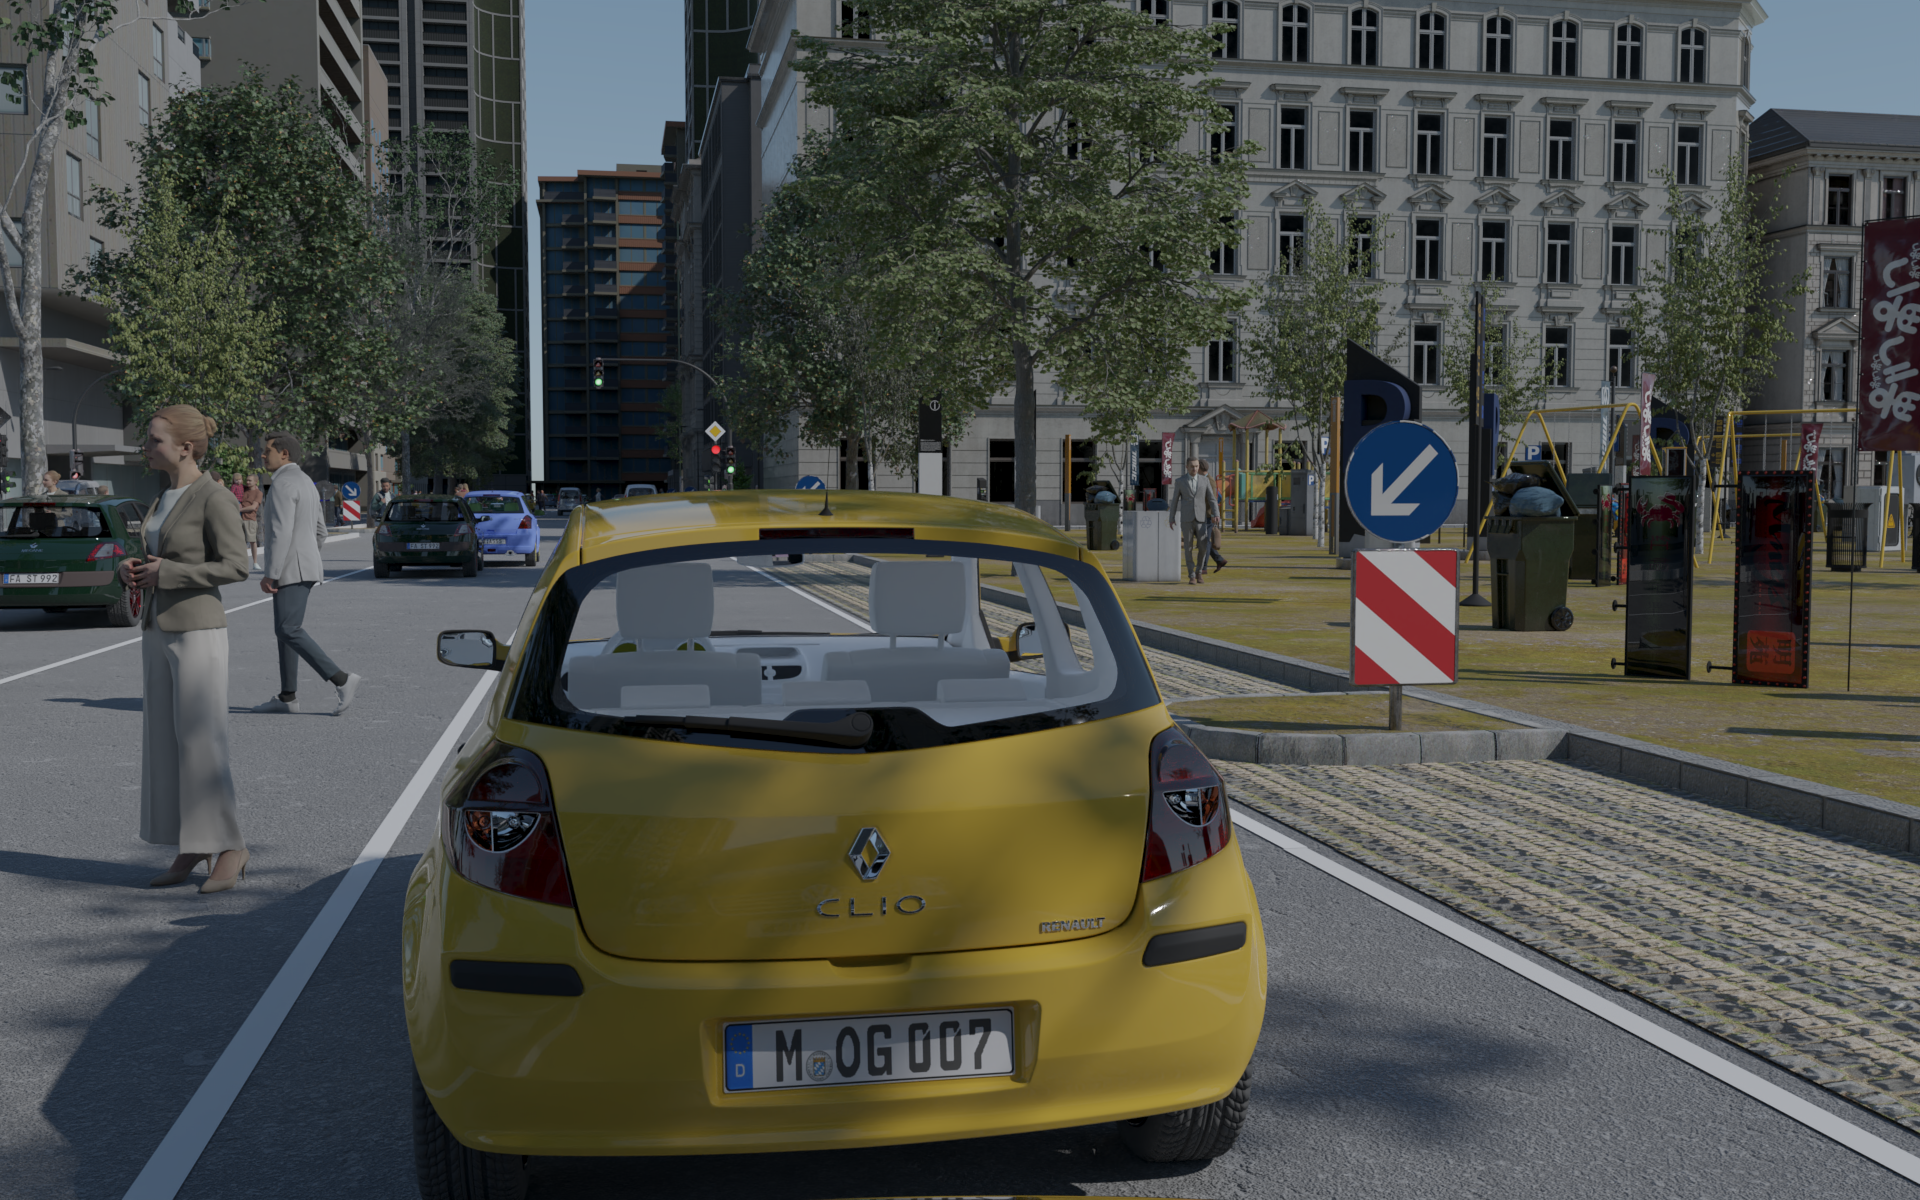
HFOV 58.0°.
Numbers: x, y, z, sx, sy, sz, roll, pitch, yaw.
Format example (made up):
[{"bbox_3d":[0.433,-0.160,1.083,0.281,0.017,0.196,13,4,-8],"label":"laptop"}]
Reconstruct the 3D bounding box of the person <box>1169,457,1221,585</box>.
[{"bbox_3d":[3.341,-1.128,24.614,0.709,1.813,0.853,0,4,-5],"label":"person"}]

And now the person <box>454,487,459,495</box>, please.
[{"bbox_3d":[-29.383,-5.679,101.269,0.656,1.842,0.836,-1,4,-9],"label":"person"}]

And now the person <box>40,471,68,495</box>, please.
[{"bbox_3d":[-12.714,-0.928,24.230,0.519,1.759,0.362,1,4,12],"label":"person"}]

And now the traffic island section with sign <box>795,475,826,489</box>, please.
[{"bbox_3d":[-3.400,-1.752,37.275,1.989,1.847,2.006,-1,4,-11],"label":"traffic island section with sign"}]

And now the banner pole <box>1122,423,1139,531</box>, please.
[{"bbox_3d":[5.962,-4.298,60.294,0.863,3.779,0.401,-3,5,-42],"label":"banner pole"}]

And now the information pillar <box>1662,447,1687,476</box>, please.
[{"bbox_3d":[11.216,-1.392,27.251,0.304,2.012,0.304,1,4,11],"label":"information pillar"}]

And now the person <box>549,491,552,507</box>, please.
[{"bbox_3d":[-44.343,-10.896,187.363,0.721,1.735,1.217,2,4,29],"label":"person"}]

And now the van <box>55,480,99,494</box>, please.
[{"bbox_3d":[-26.431,-2.679,50.818,2.013,2.044,4.112,-1,4,-10],"label":"van"}]

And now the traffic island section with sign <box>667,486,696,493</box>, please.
[{"bbox_3d":[-14.288,-5.035,90.957,1.989,1.847,2.006,-1,4,-11],"label":"traffic island section with sign"}]

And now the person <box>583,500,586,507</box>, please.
[{"bbox_3d":[-25.752,-6.391,118.007,0.505,1.210,0.382,-1,4,-8],"label":"person"}]

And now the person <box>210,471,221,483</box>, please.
[{"bbox_3d":[-12.406,-1.237,28.817,0.616,1.811,0.778,1,4,22],"label":"person"}]

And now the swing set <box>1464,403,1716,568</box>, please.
[{"bbox_3d":[11.135,-2.037,30.928,2.862,2.851,3.119,-1,4,-16],"label":"swing set"}]

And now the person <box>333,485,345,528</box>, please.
[{"bbox_3d":[-26.711,-4.032,74.329,0.656,1.842,0.836,1,4,14],"label":"person"}]

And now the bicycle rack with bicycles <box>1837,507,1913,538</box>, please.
[{"bbox_3d":[27.386,-2.308,51.114,2.925,0.926,2.852,-1,4,-14],"label":"bicycle rack with bicycles"}]

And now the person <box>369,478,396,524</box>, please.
[{"bbox_3d":[-12.181,-1.709,36.782,0.721,1.781,0.623,2,4,27],"label":"person"}]

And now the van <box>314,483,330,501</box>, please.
[{"bbox_3d":[-34.460,-5.291,90.887,2.240,2.365,5.245,-1,4,-10],"label":"van"}]

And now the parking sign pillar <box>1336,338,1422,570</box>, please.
[{"bbox_3d":[7.176,-2.513,29.559,1.447,3.967,1.447,2,4,33],"label":"parking sign pillar"}]

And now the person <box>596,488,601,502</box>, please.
[{"bbox_3d":[-22.209,-5.994,106.730,0.641,1.798,0.478,0,4,4],"label":"person"}]

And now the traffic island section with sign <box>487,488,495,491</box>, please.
[{"bbox_3d":[-37.291,-7.914,137.528,2.006,1.907,1.989,-1,4,-11],"label":"traffic island section with sign"}]

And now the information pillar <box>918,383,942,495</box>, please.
[{"bbox_3d":[-0.588,-2.670,35.011,0.504,3.616,0.183,-1,4,-15],"label":"information pillar"}]

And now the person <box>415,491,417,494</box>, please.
[{"bbox_3d":[-46.603,-8.503,148.464,0.756,1.711,0.436,2,4,32],"label":"person"}]

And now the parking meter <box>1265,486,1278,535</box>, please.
[{"bbox_3d":[9.886,-2.845,54.934,0.372,1.533,0.369,0,3,0],"label":"parking meter"}]

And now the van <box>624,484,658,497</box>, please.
[{"bbox_3d":[-14.161,-4.278,76.949,2.013,2.044,4.112,-1,4,-11],"label":"van"}]

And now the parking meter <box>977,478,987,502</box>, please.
[{"bbox_3d":[0.771,-3.405,61.380,0.255,1.863,0.399,-1,4,-19],"label":"parking meter"}]

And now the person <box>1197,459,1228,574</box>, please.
[{"bbox_3d":[3.969,-1.337,27.810,0.836,1.842,0.656,-3,4,-38],"label":"person"}]

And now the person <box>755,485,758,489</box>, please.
[{"bbox_3d":[-10.884,-5.328,93.647,0.515,1.767,0.782,-1,4,-11],"label":"person"}]

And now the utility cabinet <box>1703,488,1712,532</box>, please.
[{"bbox_3d":[25.240,-3.050,58.549,0.318,1.500,1.173,2,4,25],"label":"utility cabinet"}]

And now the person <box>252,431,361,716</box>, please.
[{"bbox_3d":[-4.268,-0.180,11.286,0.795,1.843,0.661,0,4,1],"label":"person"}]

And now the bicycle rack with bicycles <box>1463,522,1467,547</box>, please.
[{"bbox_3d":[13.521,-1.746,41.936,2.852,0.926,2.925,2,4,33],"label":"bicycle rack with bicycles"}]

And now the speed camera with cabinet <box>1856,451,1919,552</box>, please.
[{"bbox_3d":[20.932,-2.720,38.802,2.038,3.252,0.660,-2,4,-33],"label":"speed camera with cabinet"}]

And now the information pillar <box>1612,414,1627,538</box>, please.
[{"bbox_3d":[19.355,-3.634,50.776,0.183,3.616,0.504,-1,4,-9],"label":"information pillar"}]

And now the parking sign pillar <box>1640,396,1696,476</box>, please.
[{"bbox_3d":[18.047,-3.409,44.204,1.447,3.967,1.447,2,4,25],"label":"parking sign pillar"}]

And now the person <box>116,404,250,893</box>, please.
[{"bbox_3d":[-2.872,0.165,6.347,0.519,1.759,0.362,2,4,34],"label":"person"}]

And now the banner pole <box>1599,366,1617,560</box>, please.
[{"bbox_3d":[12.627,-2.678,33.795,0.401,3.779,0.863,3,5,41],"label":"banner pole"}]

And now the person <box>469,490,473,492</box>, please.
[{"bbox_3d":[-22.094,-4.162,78.356,0.330,1.601,0.589,3,4,38],"label":"person"}]

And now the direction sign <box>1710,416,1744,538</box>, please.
[{"bbox_3d":[22.207,-3.562,50.236,0.876,3.537,0.379,1,4,13],"label":"direction sign"}]

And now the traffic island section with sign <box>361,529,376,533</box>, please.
[{"bbox_3d":[-22.348,-3.410,63.885,2.006,1.907,1.989,-1,4,-11],"label":"traffic island section with sign"}]

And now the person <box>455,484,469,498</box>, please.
[{"bbox_3d":[-18.888,-3.515,65.943,0.573,1.828,0.580,0,4,5],"label":"person"}]

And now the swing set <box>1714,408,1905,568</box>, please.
[{"bbox_3d":[15.662,-2.116,32.210,3.119,2.851,2.862,2,4,35],"label":"swing set"}]

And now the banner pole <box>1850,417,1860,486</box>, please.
[{"bbox_3d":[29.164,-4.065,56.480,0.401,3.779,0.863,1,4,9],"label":"banner pole"}]

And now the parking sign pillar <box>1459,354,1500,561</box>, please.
[{"bbox_3d":[10.239,-2.779,33.905,1.447,3.967,1.447,1,4,23],"label":"parking sign pillar"}]

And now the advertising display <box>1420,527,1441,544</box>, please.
[{"bbox_3d":[11.984,-2.420,44.784,0.974,1.923,0.123,0,4,-2],"label":"advertising display"}]

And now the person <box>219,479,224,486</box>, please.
[{"bbox_3d":[-14.597,-1.500,33.701,0.598,1.740,0.731,1,4,21],"label":"person"}]

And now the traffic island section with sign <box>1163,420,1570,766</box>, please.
[{"bbox_3d":[2.125,-0.087,10.053,1.989,1.847,2.006,-1,4,-11],"label":"traffic island section with sign"}]

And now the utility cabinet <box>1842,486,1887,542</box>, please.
[{"bbox_3d":[23.699,-2.238,45.277,0.318,1.500,1.173,-1,4,-22],"label":"utility cabinet"}]

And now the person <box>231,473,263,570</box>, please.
[{"bbox_3d":[-13.545,-1.488,32.800,0.580,1.828,0.573,-3,5,-42],"label":"person"}]

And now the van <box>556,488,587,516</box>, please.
[{"bbox_3d":[-25.950,-6.635,115.486,2.013,2.044,4.112,-1,4,-10],"label":"van"}]

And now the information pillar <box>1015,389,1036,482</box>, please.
[{"bbox_3d":[1.475,-2.892,38.640,0.504,3.616,0.183,0,4,-6],"label":"information pillar"}]

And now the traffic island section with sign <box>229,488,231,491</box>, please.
[{"bbox_3d":[-36.484,-4.801,87.118,1.989,1.847,2.006,-1,4,-11],"label":"traffic island section with sign"}]

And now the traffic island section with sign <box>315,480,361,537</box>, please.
[{"bbox_3d":[-20.885,-2.966,56.623,2.006,1.907,1.989,-1,4,-11],"label":"traffic island section with sign"}]

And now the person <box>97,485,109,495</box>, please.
[{"bbox_3d":[-16.836,-1.451,34.036,0.589,1.601,0.330,1,4,23],"label":"person"}]

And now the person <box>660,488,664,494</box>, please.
[{"bbox_3d":[-20.631,-6.850,120.361,0.748,1.841,0.638,1,4,9],"label":"person"}]

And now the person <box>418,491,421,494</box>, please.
[{"bbox_3d":[-47.535,-8.772,152.707,0.721,1.735,1.217,0,4,0],"label":"person"}]

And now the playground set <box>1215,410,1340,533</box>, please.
[{"bbox_3d":[10.473,-4.464,59.765,5.302,4.214,5.637,-1,4,-12],"label":"playground set"}]
